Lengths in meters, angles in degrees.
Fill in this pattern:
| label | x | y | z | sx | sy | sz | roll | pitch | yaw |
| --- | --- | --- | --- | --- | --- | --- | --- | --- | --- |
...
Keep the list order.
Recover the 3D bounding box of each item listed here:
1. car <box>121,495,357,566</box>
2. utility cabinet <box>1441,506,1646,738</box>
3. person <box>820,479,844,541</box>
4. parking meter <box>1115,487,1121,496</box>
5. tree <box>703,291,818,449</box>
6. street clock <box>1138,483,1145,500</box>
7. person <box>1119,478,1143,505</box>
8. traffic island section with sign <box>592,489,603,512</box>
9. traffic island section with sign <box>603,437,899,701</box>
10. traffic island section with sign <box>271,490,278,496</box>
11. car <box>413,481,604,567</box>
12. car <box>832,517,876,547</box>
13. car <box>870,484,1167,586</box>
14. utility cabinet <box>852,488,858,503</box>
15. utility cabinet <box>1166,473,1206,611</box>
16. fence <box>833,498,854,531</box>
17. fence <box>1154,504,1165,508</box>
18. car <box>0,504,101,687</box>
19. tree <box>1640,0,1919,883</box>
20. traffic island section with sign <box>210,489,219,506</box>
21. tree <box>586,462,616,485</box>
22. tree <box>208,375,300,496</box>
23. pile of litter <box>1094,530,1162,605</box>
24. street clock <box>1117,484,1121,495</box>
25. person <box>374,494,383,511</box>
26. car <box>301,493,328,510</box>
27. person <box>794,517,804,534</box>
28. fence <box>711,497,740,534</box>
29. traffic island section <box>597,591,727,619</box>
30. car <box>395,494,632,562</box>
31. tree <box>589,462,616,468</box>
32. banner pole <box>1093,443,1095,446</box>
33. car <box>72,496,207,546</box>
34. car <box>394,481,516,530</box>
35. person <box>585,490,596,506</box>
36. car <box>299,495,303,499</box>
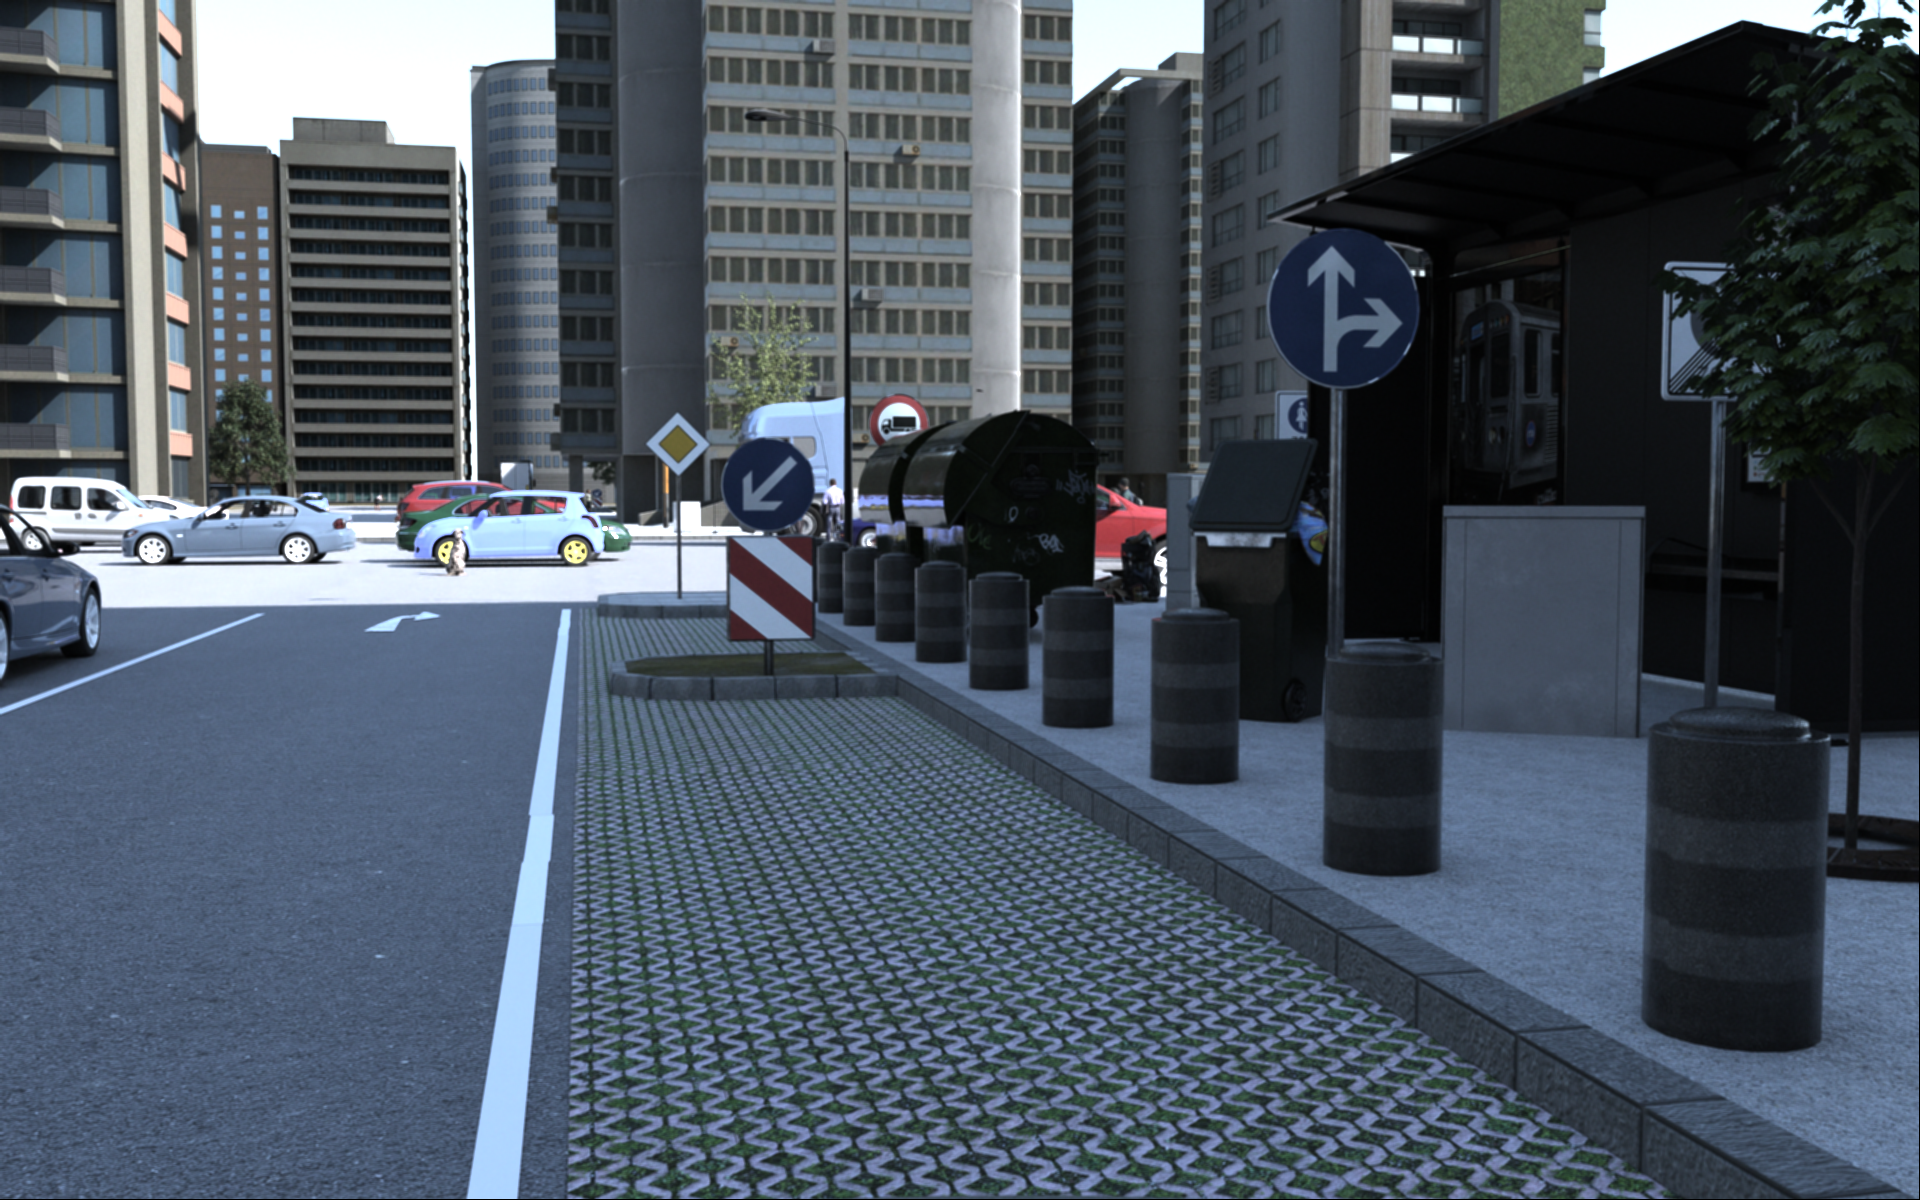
| label | x | y | z | sx | sy | sz | roll | pitch | yaw |
| --- | --- | --- | --- | --- | --- | --- | --- | --- | --- |
| car | -14.823 | -1.449 | 35.692 | 4.499 | 1.417 | 2.014 | -1 | 4 | -11 |
| utility cabinet | 3.136 | 0.111 | 9.354 | 1.020 | 1.237 | 0.306 | 1 | 4 | 20 |
| person | -3.412 | -2.327 | 46.418 | 0.709 | 1.838 | 0.599 | -1 | 4 | -16 |
| parking meter | 10.989 | -7.014 | 120.382 | 0.255 | 1.863 | 0.399 | -2 | 4 | -29 |
| tree | -6.869 | -6.829 | 62.019 | 4.737 | 8.622 | 4.395 | 0 | 3 | 0 |
| street clock | 11.348 | -6.348 | 108.363 | 0.358 | 2.002 | 0.471 | -1 | 4 | -20 |
| person | 3.626 | -1.769 | 37.770 | 0.721 | 1.781 | 0.623 | 0 | 4 | 6 |
| traffic island section with sign | -29.670 | -8.119 | 141.372 | 1.989 | 1.847 | 2.006 | -1 | 4 | -12 |
| traffic island section with sign | -1.606 | -0.261 | 12.902 | 1.989 | 1.847 | 2.006 | -1 | 4 | -12 |
| traffic island section with sign | -64.054 | -9.373 | 161.871 | 1.989 | 1.847 | 2.006 | -1 | 4 | -12 |
| car | -8.995 | -1.529 | 34.594 | 3.694 | 1.707 | 1.945 | -1 | 4 | -13 |
| car | -1.140 | -1.817 | 42.296 | 3.894 | 1.354 | 1.945 | -1 | 4 | -12 |
| car | 1.306 | -1.062 | 26.032 | 5.304 | 1.827 | 2.281 | -1 | 4 | -12 |
| utility cabinet | -3.839 | -3.353 | 63.498 | 0.318 | 1.500 | 1.173 | -1 | 4 | -9 |
| utility cabinet | 2.648 | -0.621 | 18.837 | 0.318 | 1.500 | 1.173 | 2 | 4 | 33 |
| fence | -3.545 | -2.773 | 56.546 | 2.264 | 1.192 | 0.480 | 1 | 4 | 12 |
| fence | 12.626 | -5.616 | 107.198 | 2.069 | 0.683 | 0.278 | 1 | 4 | 9 |
| car | -8.150 | -0.100 | 13.641 | 2.014 | 1.417 | 4.499 | -1 | 4 | -14 |
| tree | 3.148 | -0.697 | 6.000 | 1.663 | 3.219 | 1.824 | 0 | 3 | 0 |
| traffic island section with sign | -58.221 | -7.739 | 135.167 | 1.989 | 1.847 | 2.006 | -1 | 4 | -12 |
| tree | -29.181 | -14.281 | 151.614 | 7.486 | 12.596 | 7.792 | 0 | 3 | 0 |
| tree | -68.914 | -15.294 | 167.066 | 9.611 | 12.733 | 9.660 | 0 | 3 | 0 |
| pile of litter | 1.905 | -0.424 | 20.900 | 1.176 | 0.858 | 1.719 | 2 | 4 | 26 |
| street clock | 10.995 | -7.045 | 119.753 | 0.358 | 2.002 | 0.471 | 1 | 4 | 9 |
| person | -49.453 | -8.304 | 147.455 | 0.628 | 1.438 | 0.799 | 2 | 4 | 34 |
| car | -44.873 | -6.757 | 120.060 | 1.945 | 1.707 | 3.694 | -1 | 4 | -13 |
| person | -3.882 | -1.903 | 41.485 | 0.662 | 1.594 | 0.647 | 1 | 4 | 11 |
| fence | -6.930 | -2.758 | 56.290 | 2.264 | 1.192 | 0.480 | -1 | 4 | -13 |
| traffic island section | -3.416 | 0.064 | 21.231 | 2.009 | 0.180 | 2.903 | -1 | 4 | -12 |
| car | -9.525 | -1.548 | 37.108 | 4.920 | 1.459 | 2.131 | -1 | 4 | -14 |
| tree | -24.622 | -11.895 | 128.891 | 7.601 | 10.594 | 8.767 | 1 | 4 | 23 |
| banner pole | 4.993 | -4.843 | 69.201 | 0.863 | 3.779 | 0.401 | 1 | 4 | 8 |
| car | -22.923 | -2.191 | 48.191 | 4.827 | 1.381 | 2.083 | -1 | 4 | -13 |
| car | -13.790 | -2.574 | 50.750 | 5.304 | 1.827 | 2.281 | -1 | 4 | -13 |
| person | -25.715 | -6.785 | 120.221 | 0.721 | 1.735 | 1.217 | 2 | 4 | 29 |
| car | -53.981 | -8.025 | 143.564 | 2.083 | 1.381 | 4.827 | -1 | 4 | -14 |
